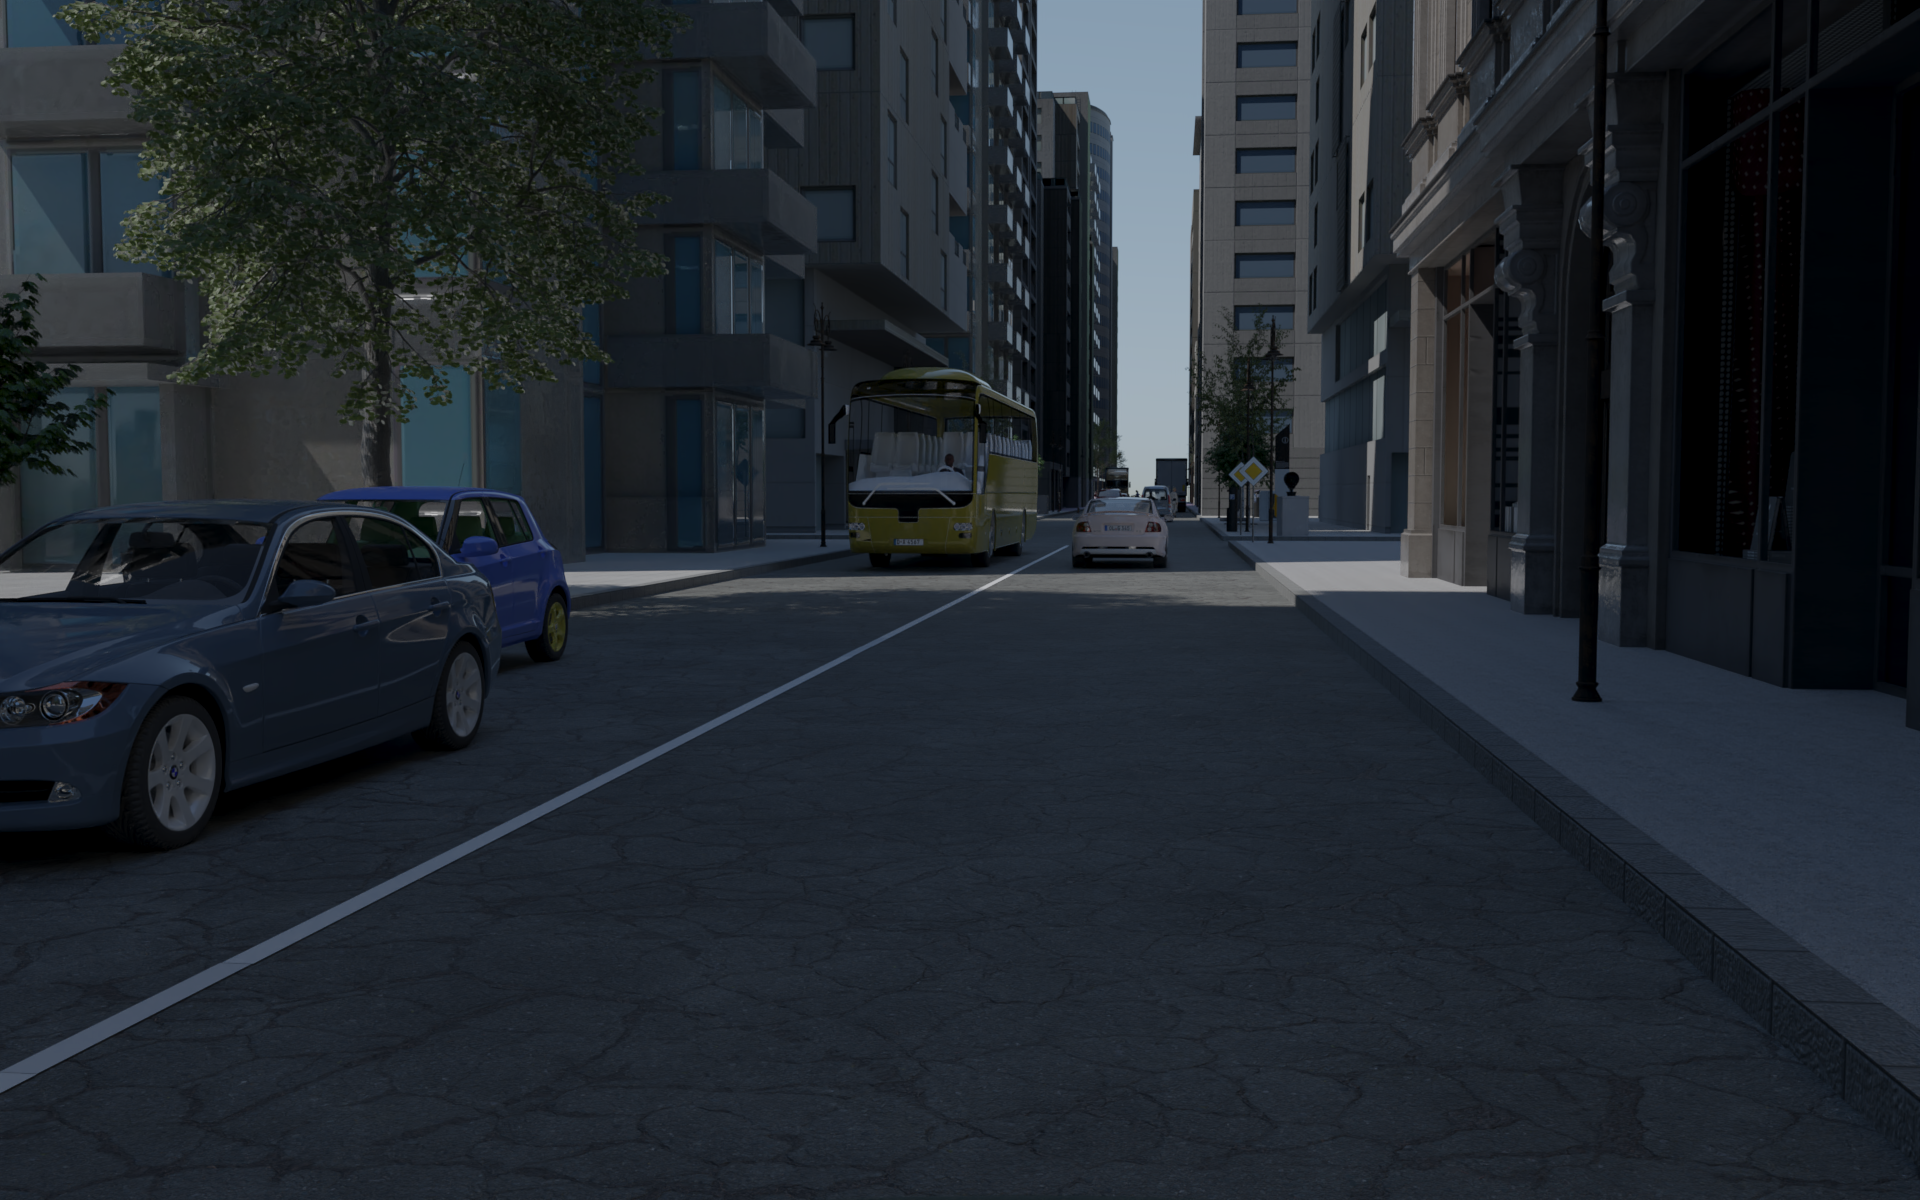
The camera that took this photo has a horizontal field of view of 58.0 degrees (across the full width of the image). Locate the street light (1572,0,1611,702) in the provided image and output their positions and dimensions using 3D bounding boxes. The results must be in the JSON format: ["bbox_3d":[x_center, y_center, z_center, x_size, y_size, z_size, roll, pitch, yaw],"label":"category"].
[{"bbox_3d":[3.891,-2.311,10.571,0.468,5.910,1.993,0,4,7],"label":"street light"}]

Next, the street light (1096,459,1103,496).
[{"bbox_3d":[15.914,-13.897,199.997,0.468,5.910,1.993,0,4,7],"label":"street light"}]

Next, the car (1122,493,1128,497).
[{"bbox_3d":[13.270,-8.287,144.525,2.155,1.783,4.494,1,4,8],"label":"car"}]

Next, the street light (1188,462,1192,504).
[{"bbox_3d":[27.484,-14.144,204.036,0.468,5.910,1.993,0,4,7],"label":"street light"}]

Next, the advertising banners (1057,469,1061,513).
[{"bbox_3d":[6.927,-7.630,120.940,0.090,3.025,2.074,1,4,9],"label":"advertising banners"}]

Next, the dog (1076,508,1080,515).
[{"bbox_3d":[8.053,-6.049,118.185,0.406,0.507,0.540,-2,4,-28],"label":"dog"}]

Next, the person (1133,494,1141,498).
[{"bbox_3d":[22.196,-12.701,216.175,1.348,1.822,0.705,1,4,21],"label":"person"}]

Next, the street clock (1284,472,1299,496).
[{"bbox_3d":[10.744,-3.156,56.165,0.471,2.002,0.358,0,4,0],"label":"street clock"}]

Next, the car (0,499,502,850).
[{"bbox_3d":[-3.795,0.209,8.578,2.014,1.417,4.499,0,4,8],"label":"car"}]

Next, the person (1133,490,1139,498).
[{"bbox_3d":[17.625,-10.109,173.644,0.599,1.838,0.709,0,4,-5],"label":"person"}]

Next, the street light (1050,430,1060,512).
[{"bbox_3d":[6.718,-9.293,124.735,0.468,5.910,1.993,0,4,7],"label":"street light"}]

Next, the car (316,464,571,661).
[{"bbox_3d":[-4.424,-0.249,13.669,1.945,1.707,3.694,0,4,7],"label":"car"}]

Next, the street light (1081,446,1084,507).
[{"bbox_3d":[11.701,-11.800,165.715,0.468,5.910,1.993,0,4,7],"label":"street light"}]

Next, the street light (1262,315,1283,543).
[{"bbox_3d":[8.077,-4.408,44.856,0.468,5.910,1.993,0,4,7],"label":"street light"}]

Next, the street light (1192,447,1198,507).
[{"bbox_3d":[23.258,-12.047,169.755,0.468,5.910,1.993,0,4,7],"label":"street light"}]

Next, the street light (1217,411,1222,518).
[{"bbox_3d":[13.983,-7.371,93.310,0.468,5.910,1.993,0,4,7],"label":"street light"}]

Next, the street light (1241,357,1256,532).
[{"bbox_3d":[9.741,-5.249,58.605,0.468,5.910,1.993,0,4,7],"label":"street light"}]

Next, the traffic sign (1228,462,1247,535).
[{"bbox_3d":[8.756,-3.078,53.968,0.795,2.450,0.064,0,4,7],"label":"traffic sign"}]

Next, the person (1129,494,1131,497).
[{"bbox_3d":[25.975,-15.526,265.573,0.991,1.433,0.599,-2,4,-28],"label":"person"}]

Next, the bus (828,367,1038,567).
[{"bbox_3d":[-0.137,-2.795,37.242,2.896,3.916,12.252,0,4,8],"label":"bus"}]

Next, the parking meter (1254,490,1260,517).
[{"bbox_3d":[16.416,-5.345,95.795,0.372,1.533,0.369,0,3,0],"label":"parking meter"}]

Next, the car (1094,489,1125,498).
[{"bbox_3d":[10.966,-7.224,126.777,2.281,1.827,5.304,0,4,7],"label":"car"}]

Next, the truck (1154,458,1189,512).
[{"bbox_3d":[17.116,-9.253,140.198,2.839,4.237,11.283,0,4,7],"label":"truck"}]

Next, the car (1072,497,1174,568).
[{"bbox_3d":[3.279,-1.390,35.083,2.083,1.381,4.827,0,4,7],"label":"car"}]

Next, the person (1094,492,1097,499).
[{"bbox_3d":[16.442,-12.239,209.282,0.551,1.740,0.621,-1,4,-21],"label":"person"}]

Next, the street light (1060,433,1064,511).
[{"bbox_3d":[7.616,-9.702,131.417,0.468,5.910,1.993,0,4,7],"label":"street light"}]

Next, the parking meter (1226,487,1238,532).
[{"bbox_3d":[9.266,-3.093,58.979,0.372,1.533,0.369,0,3,0],"label":"parking meter"}]

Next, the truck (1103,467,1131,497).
[{"bbox_3d":[16.680,-11.925,183.889,2.839,4.237,11.283,0,4,5],"label":"truck"}]

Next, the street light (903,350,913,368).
[{"bbox_3d":[-1.659,-5.054,55.422,0.468,5.910,1.993,0,4,7],"label":"street light"}]

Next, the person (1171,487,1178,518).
[{"bbox_3d":[12.881,-5.865,104.277,0.514,1.842,0.818,2,4,32],"label":"person"}]

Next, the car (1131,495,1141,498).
[{"bbox_3d":[28.614,-16.546,283.114,1.945,1.354,3.894,1,4,9],"label":"car"}]

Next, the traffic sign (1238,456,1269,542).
[{"bbox_3d":[7.794,-2.593,46.041,0.795,2.450,0.064,0,4,7],"label":"traffic sign"}]

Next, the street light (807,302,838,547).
[{"bbox_3d":[-3.317,-4.225,41.861,0.468,5.910,1.993,0,4,7],"label":"street light"}]
